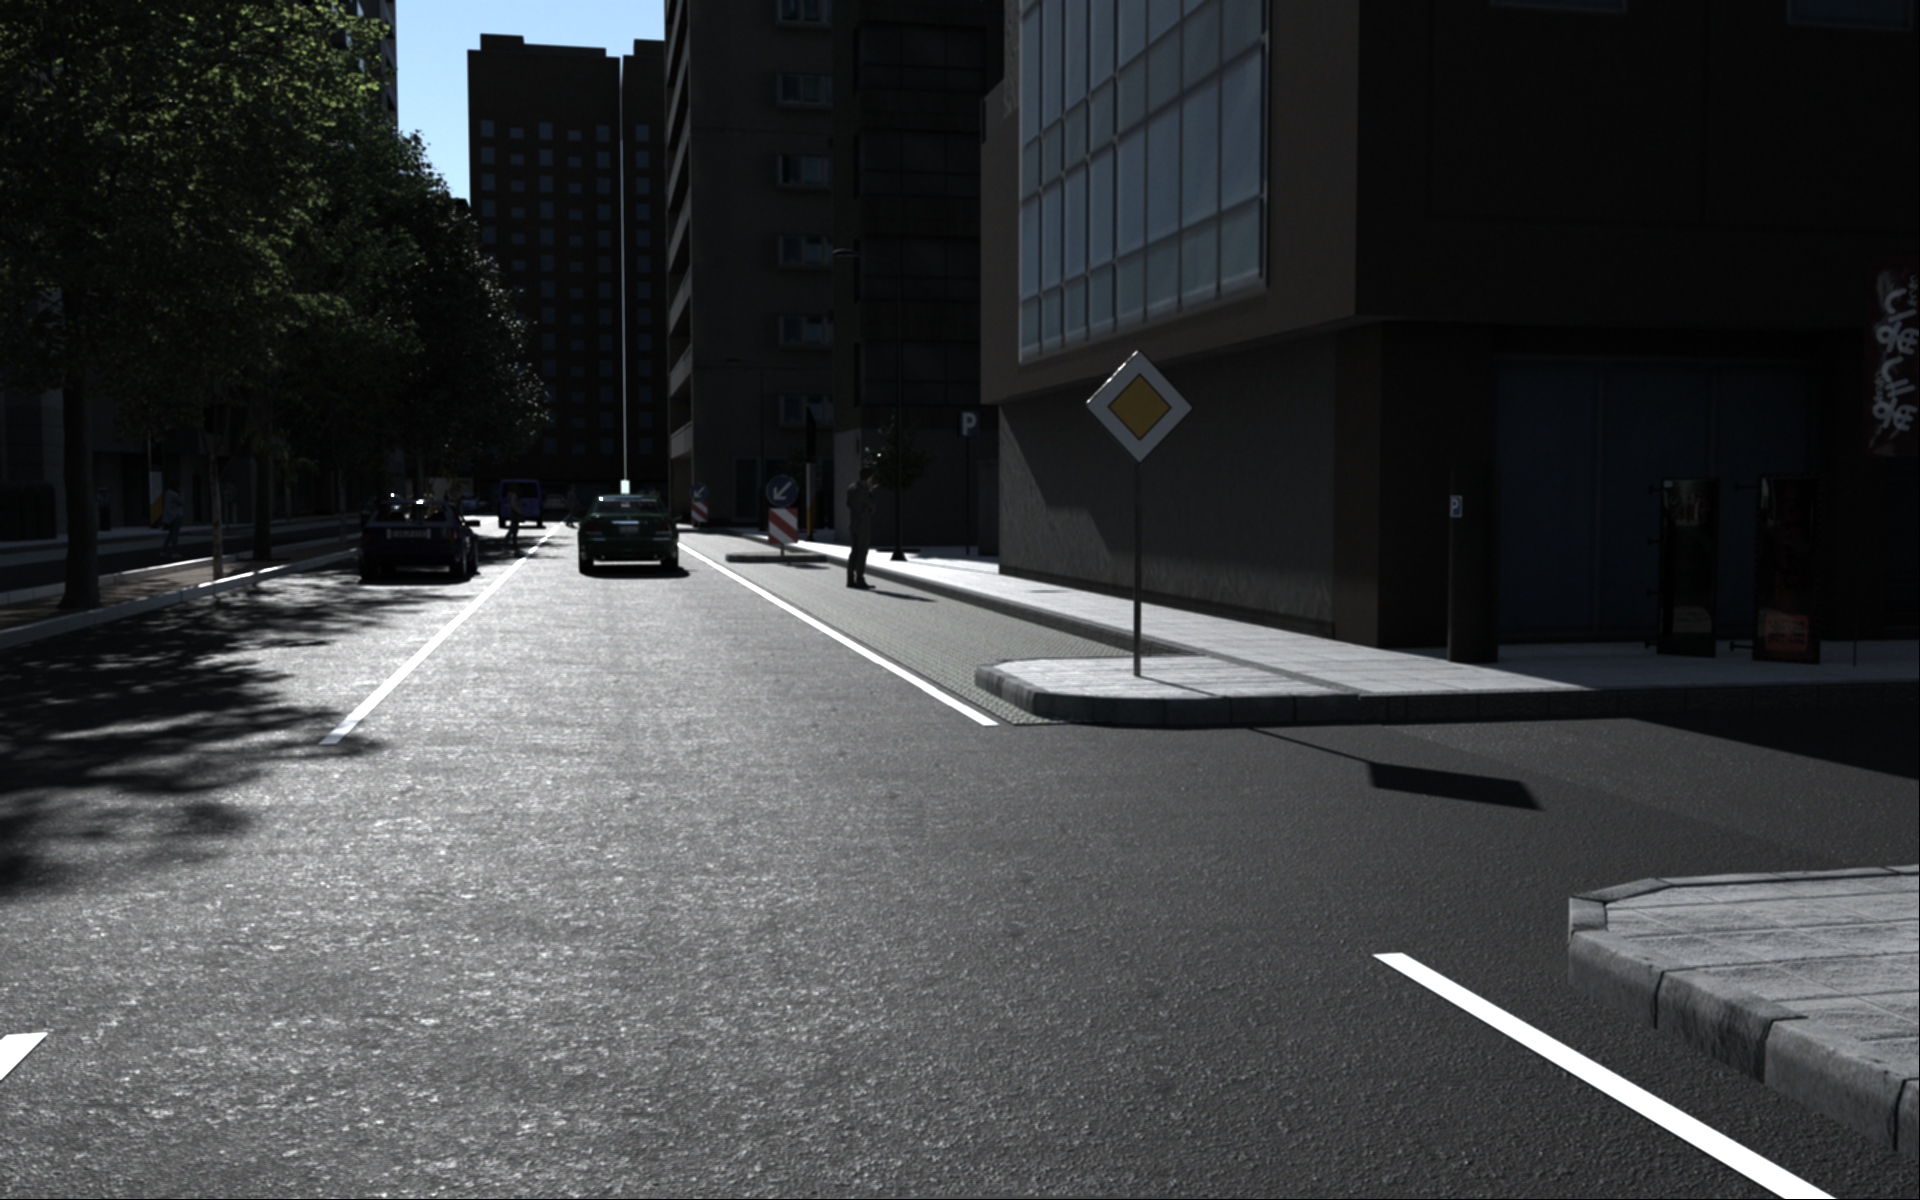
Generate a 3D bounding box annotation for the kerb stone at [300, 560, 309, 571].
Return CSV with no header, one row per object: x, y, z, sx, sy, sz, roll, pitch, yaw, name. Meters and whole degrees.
-12.374,-0.618,32.417,0.120,0.150,1.000,-1,4,-12,kerb stone

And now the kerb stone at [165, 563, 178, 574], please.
-14.221,-0.534,30.999,0.120,0.150,1.000,-1,4,-12,kerb stone

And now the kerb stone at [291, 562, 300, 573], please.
-12.165,-0.564,31.415,0.120,0.150,1.000,-1,4,-12,kerb stone

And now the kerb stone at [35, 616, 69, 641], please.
-9.176,0.296,17.362,0.120,0.150,1.000,-1,4,-12,kerb stone

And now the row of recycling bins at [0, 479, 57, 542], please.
-26.120,-2.518,48.276,1.069,1.692,3.534,-1,4,-9,row of recycling bins

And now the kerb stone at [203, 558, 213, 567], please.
-14.860,-0.722,34.011,0.120,0.150,1.000,-1,4,-12,kerb stone

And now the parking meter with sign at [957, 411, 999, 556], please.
0.730,-2.422,35.856,0.543,3.016,1.738,-3,5,-43,parking meter with sign

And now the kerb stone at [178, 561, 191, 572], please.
-14.433,-0.600,32.003,0.120,0.150,1.000,-1,4,-12,kerb stone

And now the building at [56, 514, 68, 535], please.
-36.115,-30.408,39.172,21.231,58.520,28.212,-1,4,-12,building

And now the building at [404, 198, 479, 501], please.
-54.768,-24.359,169.966,14.107,30.474,14.160,-1,4,-12,building

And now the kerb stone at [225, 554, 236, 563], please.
-15.283,-0.839,36.012,0.120,0.150,1.000,-1,4,-12,kerb stone

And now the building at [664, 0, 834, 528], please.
-1.848,-27.701,76.620,21.300,48.544,21.600,-1,4,-12,building

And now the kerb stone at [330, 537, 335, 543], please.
-18.277,-1.704,50.054,0.120,0.150,1.000,-1,4,-12,kerb stone

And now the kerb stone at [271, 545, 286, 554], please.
-16.562,-1.213,42.023,0.120,0.150,1.000,-1,4,-12,kerb stone

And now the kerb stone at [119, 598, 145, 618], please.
-9.813,0.112,20.374,0.120,0.150,1.000,-1,4,-12,kerb stone

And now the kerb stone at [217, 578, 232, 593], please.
-10.883,-0.196,25.400,0.120,0.150,1.000,-1,4,-12,kerb stone

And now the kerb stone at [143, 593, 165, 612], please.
-10.033,0.050,21.378,0.120,0.150,1.000,-1,4,-12,kerb stone

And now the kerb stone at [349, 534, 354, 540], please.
-19.128,-1.949,54.061,0.120,0.150,1.000,-1,4,-12,kerb stone

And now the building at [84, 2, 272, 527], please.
-36.722,-18.223,69.653,14.160,30.474,14.107,-1,4,-12,building

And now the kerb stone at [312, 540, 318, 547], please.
-17.637,-1.520,47.047,0.120,0.150,1.000,-1,4,-12,kerb stone

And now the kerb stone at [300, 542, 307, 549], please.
-17.208,-1.398,45.048,0.120,0.150,1.000,-1,4,-12,kerb stone

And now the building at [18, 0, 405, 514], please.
-60.807,-36.637,141.014,28.212,58.520,21.231,-1,4,-12,building

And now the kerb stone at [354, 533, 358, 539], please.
-19.344,-2.010,55.066,0.120,0.150,1.000,-1,4,-12,kerb stone

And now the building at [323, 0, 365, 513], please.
-52.207,-30.321,115.352,23.786,49.044,30.456,-1,4,-12,building

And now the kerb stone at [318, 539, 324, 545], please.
-17.847,-1.582,48.055,0.120,0.150,1.000,-1,4,-12,kerb stone

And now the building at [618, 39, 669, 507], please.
-26.770,-32.130,175.437,14.200,45.320,14.600,-1,4,-12,building

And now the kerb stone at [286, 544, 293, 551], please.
-16.780,-1.274,43.025,0.120,0.150,1.000,-1,4,-12,kerb stone

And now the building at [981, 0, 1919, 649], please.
8.648,-22.669,20.745,14.200,45.320,14.600,-1,4,-12,building

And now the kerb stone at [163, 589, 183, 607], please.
-10.252,-0.011,22.383,0.120,0.150,1.000,-1,4,-12,kerb stone

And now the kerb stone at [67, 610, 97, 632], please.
-9.390,0.235,18.366,0.120,0.150,1.000,-1,4,-12,kerb stone

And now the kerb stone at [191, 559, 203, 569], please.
-14.647,-0.661,33.005,0.120,0.150,1.000,-1,4,-12,kerb stone

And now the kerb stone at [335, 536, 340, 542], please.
-18.478,-1.760,51.057,0.120,0.150,1.000,-1,4,-12,kerb stone

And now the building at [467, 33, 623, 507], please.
-41.133,-32.008,173.434,14.200,45.320,14.600,-1,4,-12,building

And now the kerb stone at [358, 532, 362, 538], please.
-19.550,-2.072,56.072,0.120,0.150,1.000,-1,4,-12,kerb stone

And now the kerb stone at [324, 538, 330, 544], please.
-18.063,-1.643,49.054,0.120,0.150,1.000,-1,4,-12,kerb stone

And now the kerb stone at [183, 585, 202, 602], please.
-10.455,-0.073,23.396,0.120,0.150,1.000,-1,4,-12,kerb stone

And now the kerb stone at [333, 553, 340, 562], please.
-13.232,-0.871,36.431,0.120,0.150,1.000,-1,4,-12,kerb stone

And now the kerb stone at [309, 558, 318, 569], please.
-12.584,-0.684,33.417,0.120,0.150,1.000,-1,4,-12,kerb stone

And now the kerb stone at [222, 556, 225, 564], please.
-15.070,-0.780,35.012,0.120,0.150,1.000,-1,4,-12,kerb stone

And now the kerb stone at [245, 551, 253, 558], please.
-15.709,-0.967,38.015,0.120,0.150,1.000,-1,4,-12,kerb stone

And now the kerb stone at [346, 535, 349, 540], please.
-18.919,-1.888,53.057,0.120,0.150,1.000,-1,4,-12,kerb stone

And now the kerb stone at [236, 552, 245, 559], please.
-15.504,-0.898,37.010,0.120,0.150,1.000,-1,4,-12,kerb stone

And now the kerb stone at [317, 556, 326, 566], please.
-12.794,-0.748,34.424,0.120,0.150,1.000,-1,4,-12,kerb stone

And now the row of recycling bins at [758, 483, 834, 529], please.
-5.728,-3.445,63.432,3.534,1.692,1.069,1,4,15,row of recycling bins

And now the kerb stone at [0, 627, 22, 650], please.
-8.966,0.357,16.361,0.120,0.150,1.000,-1,4,-12,kerb stone

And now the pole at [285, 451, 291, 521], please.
-31.951,-5.411,82.313,0.158,3.312,0.155,0,3,0,pole

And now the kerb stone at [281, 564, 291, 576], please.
-11.948,-0.501,30.412,0.120,0.150,1.000,-1,4,-12,kerb stone

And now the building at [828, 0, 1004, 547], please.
3.044,-16.977,49.284,14.160,30.474,14.107,-1,4,-12,building

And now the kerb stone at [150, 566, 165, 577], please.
-14.008,-0.477,29.996,0.120,0.150,1.000,-1,4,-12,kerb stone

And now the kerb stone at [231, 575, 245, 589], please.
-11.100,-0.257,26.399,0.120,0.150,1.000,-1,4,-12,kerb stone

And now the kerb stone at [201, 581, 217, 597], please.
-10.675,-0.134,24.398,0.120,0.150,1.000,-1,4,-12,kerb stone

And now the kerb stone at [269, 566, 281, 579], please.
-11.735,-0.441,29.411,0.120,0.150,1.000,-1,4,-12,kerb stone

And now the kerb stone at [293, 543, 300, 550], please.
-16.992,-1.336,44.034,0.120,0.150,1.000,-1,4,-12,kerb stone

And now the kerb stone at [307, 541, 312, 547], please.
-17.428,-1.459,46.046,0.120,0.150,1.000,-1,4,-12,kerb stone

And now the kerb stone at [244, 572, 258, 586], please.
-11.310,-0.318,27.400,0.120,0.150,1.000,-1,4,-12,kerb stone

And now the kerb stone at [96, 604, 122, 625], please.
-9.597,0.180,19.371,0.120,0.150,1.000,-1,4,-12,kerb stone

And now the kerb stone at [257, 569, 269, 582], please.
-11.525,-0.380,28.407,0.120,0.150,1.000,-1,4,-12,kerb stone

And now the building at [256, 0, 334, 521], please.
-45.840,-28.529,90.158,21.300,48.544,21.600,-1,4,-12,building

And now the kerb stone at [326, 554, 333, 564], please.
-13.017,-0.809,35.422,0.120,0.150,1.000,-1,4,-12,kerb stone
